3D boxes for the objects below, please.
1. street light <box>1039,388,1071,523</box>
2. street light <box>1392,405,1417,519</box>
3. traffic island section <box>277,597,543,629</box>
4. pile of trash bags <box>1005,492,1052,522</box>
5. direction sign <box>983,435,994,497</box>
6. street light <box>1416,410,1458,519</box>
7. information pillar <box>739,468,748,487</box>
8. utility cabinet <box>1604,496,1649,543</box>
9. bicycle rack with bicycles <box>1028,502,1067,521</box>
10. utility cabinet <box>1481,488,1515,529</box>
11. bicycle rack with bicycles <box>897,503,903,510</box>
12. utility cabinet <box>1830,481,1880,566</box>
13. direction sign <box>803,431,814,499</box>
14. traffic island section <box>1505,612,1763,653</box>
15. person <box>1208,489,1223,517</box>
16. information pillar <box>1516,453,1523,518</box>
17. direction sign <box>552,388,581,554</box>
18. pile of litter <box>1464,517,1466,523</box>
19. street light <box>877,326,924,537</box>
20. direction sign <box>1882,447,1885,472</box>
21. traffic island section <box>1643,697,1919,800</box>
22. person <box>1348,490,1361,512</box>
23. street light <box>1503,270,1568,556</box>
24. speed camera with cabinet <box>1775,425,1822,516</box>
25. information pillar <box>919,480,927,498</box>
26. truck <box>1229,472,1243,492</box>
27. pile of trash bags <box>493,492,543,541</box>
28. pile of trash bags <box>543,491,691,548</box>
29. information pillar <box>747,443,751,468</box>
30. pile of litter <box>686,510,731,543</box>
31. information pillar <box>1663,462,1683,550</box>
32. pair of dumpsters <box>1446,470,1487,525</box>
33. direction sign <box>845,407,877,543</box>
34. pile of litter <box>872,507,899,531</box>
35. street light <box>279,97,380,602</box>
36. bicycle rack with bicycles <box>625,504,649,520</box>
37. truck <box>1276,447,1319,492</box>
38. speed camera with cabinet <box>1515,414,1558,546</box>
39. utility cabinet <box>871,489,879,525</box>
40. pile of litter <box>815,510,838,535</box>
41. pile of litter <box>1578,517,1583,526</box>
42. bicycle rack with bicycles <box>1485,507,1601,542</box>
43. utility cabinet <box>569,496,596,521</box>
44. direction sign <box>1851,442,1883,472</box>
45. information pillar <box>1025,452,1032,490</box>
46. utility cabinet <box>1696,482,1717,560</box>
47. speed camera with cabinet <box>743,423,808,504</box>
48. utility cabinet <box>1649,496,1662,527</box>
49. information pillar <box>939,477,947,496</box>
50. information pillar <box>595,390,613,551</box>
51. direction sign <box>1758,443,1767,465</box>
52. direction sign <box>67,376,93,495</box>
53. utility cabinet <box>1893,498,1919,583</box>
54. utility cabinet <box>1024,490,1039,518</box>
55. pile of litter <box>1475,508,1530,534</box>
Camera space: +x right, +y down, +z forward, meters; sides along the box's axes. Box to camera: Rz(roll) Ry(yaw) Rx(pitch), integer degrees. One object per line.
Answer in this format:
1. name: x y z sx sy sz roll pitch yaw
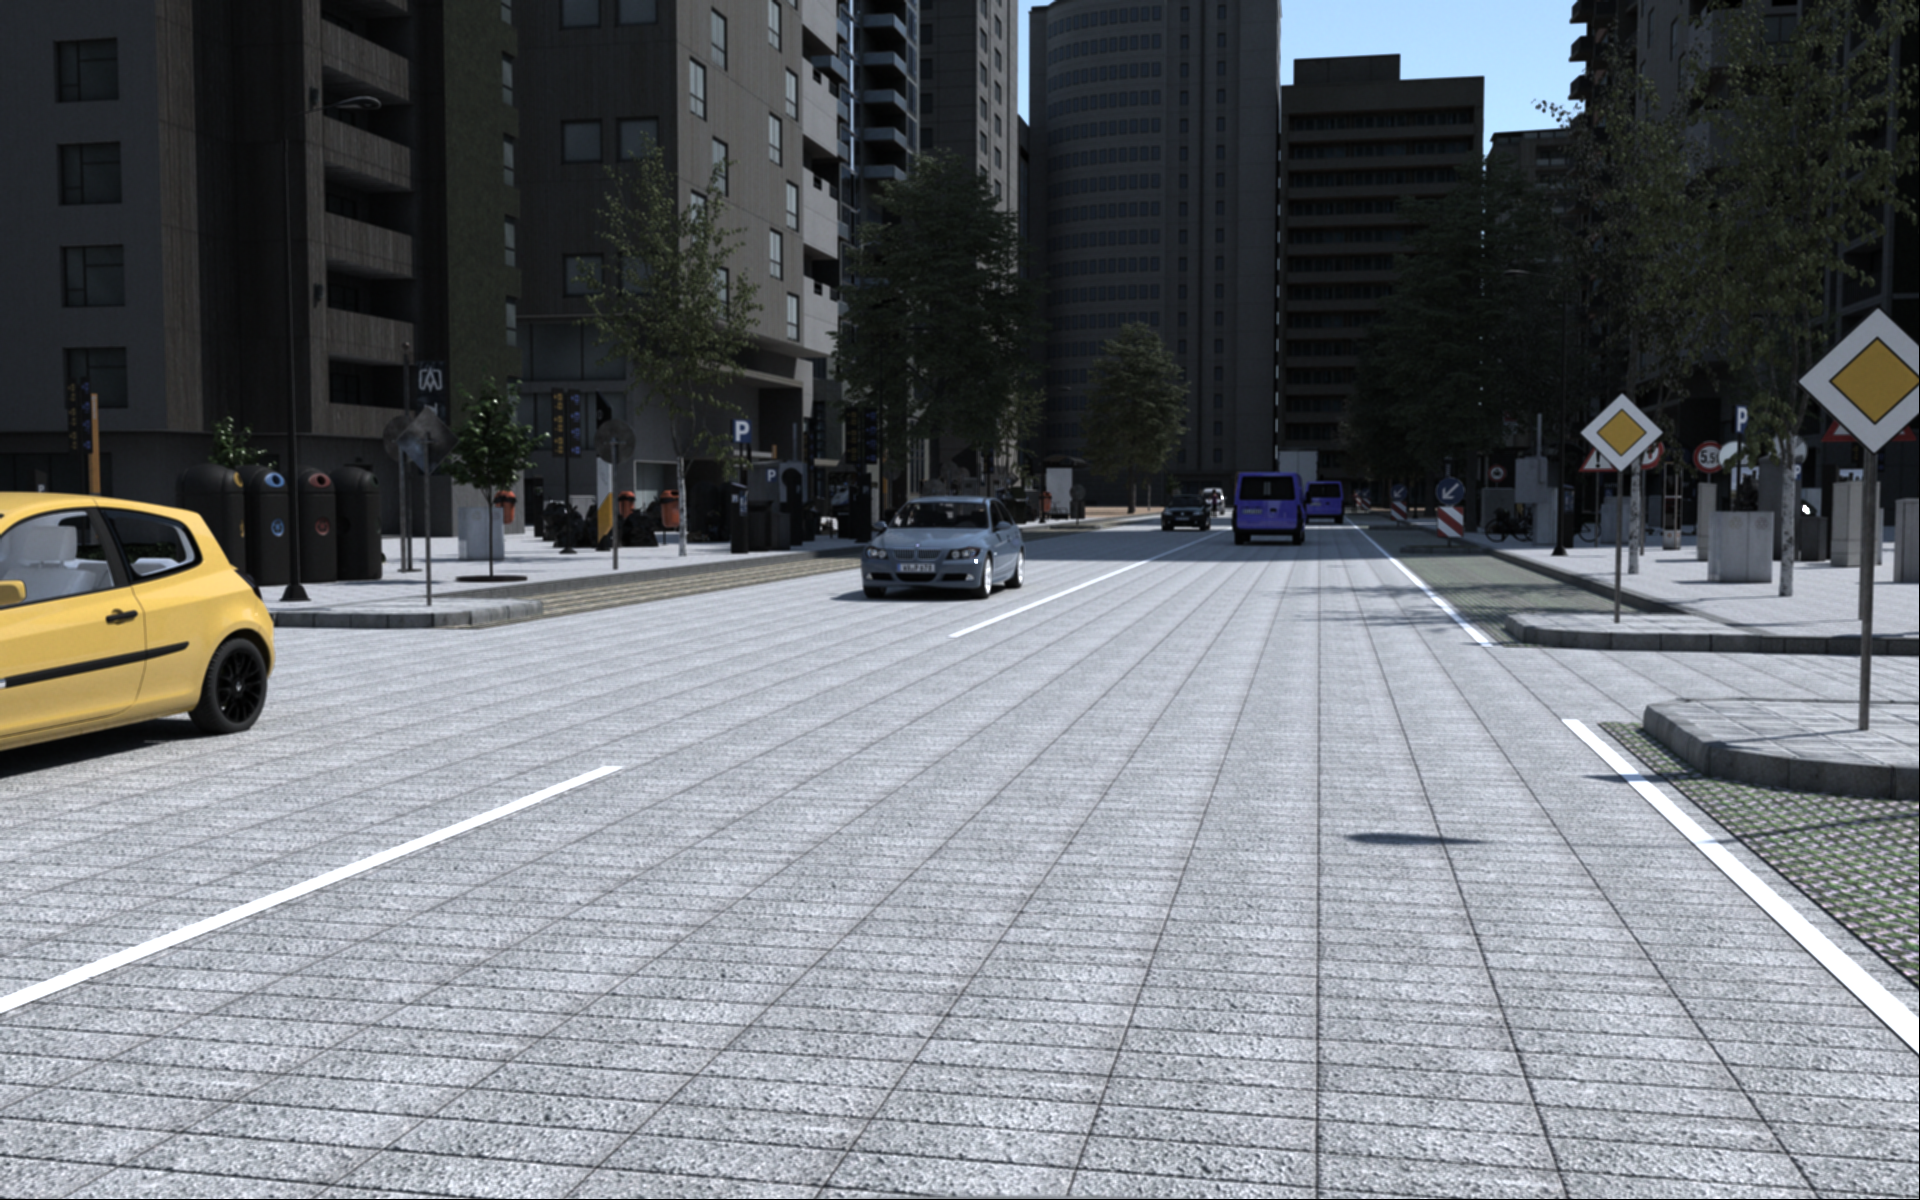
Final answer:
1. street light: 4.151 -6.320 75.869 1.470 5.913 1.316 1 4 12
2. street light: 23.191 -7.193 90.152 1.470 5.913 1.316 1 4 12
3. traffic island section: -6.111 0.147 19.872 2.009 0.180 2.903 1 4 12
4. pile of trash bags: 2.814 -4.353 80.930 3.447 1.369 1.912 -2 4 -32
5. direction sign: 1.098 -4.568 66.690 0.379 3.537 0.876 -2 4 -25
6. street light: 17.532 -5.539 63.097 1.470 5.913 1.316 1 4 12
7. information pillar: -6.160 -2.767 49.727 0.304 2.012 0.304 1 4 11
8. utility cabinet: 17.647 -2.131 46.000 1.020 1.237 0.306 1 4 11
9. bicycle rack with bicycles: 3.769 -4.312 83.887 2.852 0.926 2.925 3 4 36
10. utility cabinet: 19.717 -3.351 63.466 1.173 1.500 0.318 -1 4 -10
11. bicycle rack with bicycles: -1.516 -3.786 75.284 2.852 0.926 2.925 1 4 23
12. utility cabinet: 15.826 -1.343 30.632 1.173 1.500 0.318 -3 4 -39
13. direction sign: -5.462 -4.318 62.602 0.379 3.537 0.876 -2 4 -29
14. traffic island section: 6.560 0.308 17.245 2.009 0.180 2.903 1 4 12
15. person: 15.754 -5.975 106.881 1.217 1.739 0.721 -3 4 -38
16. information pillar: 27.772 -5.787 85.966 0.504 3.616 0.183 -3 4 -37
17. direction sign: -8.456 -2.769 37.268 0.379 3.537 0.876 2 4 28
18. pile of litter: 21.711 -3.797 76.053 1.719 0.858 1.176 -2 4 -31
19. street light: -1.673 -4.621 48.098 1.470 5.913 1.316 1 4 12
20. direction sign: 32.377 -4.257 61.606 0.876 3.537 0.379 2 4 34
21. traffic island section: 4.936 0.786 9.426 2.009 0.180 2.903 1 4 12
22. person: 30.688 -7.668 134.591 1.217 1.743 0.721 -1 4 -16
23. street light: 11.964 -3.883 36.024 1.470 5.913 1.316 1 4 12
24. speed camera with cabinet: 23.206 -3.286 48.062 0.660 3.252 2.038 0 4 -5
25. information pillar: -1.919 -5.202 89.546 0.304 2.012 0.304 2 4 29
26. truck: 25.871 -9.652 153.729 3.469 3.379 9.791 1 4 12
27. pile of trash bags: -11.198 -2.327 47.804 3.447 1.369 1.912 0 4 6
28. pile of trash bags: -8.146 -1.998 42.417 1.912 1.369 3.447 3 4 38
29. information pillar: -8.857 -4.976 72.707 0.183 3.616 0.504 -1 4 -20
30. pile of litter: -6.833 -1.978 46.298 1.176 0.858 1.719 3 5 45
31. information pillar: 16.378 -2.159 39.798 0.304 2.012 0.304 3 5 45
32. pair of dumpsters: 21.158 -4.293 72.681 1.574 2.255 4.437 1 4 12
33. direction sign: -2.590 -3.270 45.461 0.876 3.537 0.379 -2 4 -24
34. pile of litter: -2.529 -2.817 60.016 1.176 0.858 1.719 -3 5 -44
35. street light: -7.464 -2.935 20.527 1.470 5.913 1.316 1 4 12
36. bicycle rack with bicycles: -11.510 -3.202 65.735 2.925 0.926 2.852 -1 4 -13
37. truck: 21.177 -7.350 109.087 2.839 4.237 11.283 1 4 10
38. speed camera with cabinet: 14.566 -2.994 43.285 0.660 3.252 2.038 3 5 42
39. utility cabinet: -3.711 -3.780 70.487 0.318 1.500 1.173 -3 5 -43
40. pile of litter: -4.352 -2.498 54.808 1.176 0.858 1.719 1 4 22
41. pile of litter: 22.667 -3.125 65.059 1.719 0.858 1.176 -1 4 -21
42. bicycle rack with bicycles: 15.799 -2.049 46.885 2.925 0.926 2.852 1 4 20
43. utility cabinet: -14.174 -3.291 64.963 1.020 1.237 0.306 -3 5 -42
44. direction sign: 22.630 -3.151 43.513 0.379 3.537 0.876 0 4 -2
45. information pillar: 3.700 -6.266 93.799 0.504 3.616 0.183 3 5 40
46. utility cabinet: 14.447 -1.518 33.491 0.318 1.500 1.173 1 4 21
47. speed camera with cabinet: -5.302 -3.294 48.189 2.038 3.252 0.660 1 4 8
48. utility cabinet: 27.192 -3.421 67.091 0.306 1.237 1.020 -3 4 -39
49. information pillar: -0.726 -4.172 72.711 0.304 2.012 0.304 1 4 10
50. information pillar: -7.984 -2.906 38.862 0.504 3.616 0.183 3 5 44
51. direction sign: 35.523 -5.168 76.488 0.876 3.537 0.379 -2 4 -26
52. direction sign: -17.068 -2.547 33.643 0.876 3.537 0.379 3 4 37
53. utility cabinet: 14.154 -0.855 25.144 1.020 1.237 0.306 0 4 5
54. utility cabinet: 3.689 -5.169 93.184 1.173 1.500 0.318 -1 4 -17
55. pile of litter: 17.525 -2.561 55.832 1.176 0.858 1.719 -3 5 -43
